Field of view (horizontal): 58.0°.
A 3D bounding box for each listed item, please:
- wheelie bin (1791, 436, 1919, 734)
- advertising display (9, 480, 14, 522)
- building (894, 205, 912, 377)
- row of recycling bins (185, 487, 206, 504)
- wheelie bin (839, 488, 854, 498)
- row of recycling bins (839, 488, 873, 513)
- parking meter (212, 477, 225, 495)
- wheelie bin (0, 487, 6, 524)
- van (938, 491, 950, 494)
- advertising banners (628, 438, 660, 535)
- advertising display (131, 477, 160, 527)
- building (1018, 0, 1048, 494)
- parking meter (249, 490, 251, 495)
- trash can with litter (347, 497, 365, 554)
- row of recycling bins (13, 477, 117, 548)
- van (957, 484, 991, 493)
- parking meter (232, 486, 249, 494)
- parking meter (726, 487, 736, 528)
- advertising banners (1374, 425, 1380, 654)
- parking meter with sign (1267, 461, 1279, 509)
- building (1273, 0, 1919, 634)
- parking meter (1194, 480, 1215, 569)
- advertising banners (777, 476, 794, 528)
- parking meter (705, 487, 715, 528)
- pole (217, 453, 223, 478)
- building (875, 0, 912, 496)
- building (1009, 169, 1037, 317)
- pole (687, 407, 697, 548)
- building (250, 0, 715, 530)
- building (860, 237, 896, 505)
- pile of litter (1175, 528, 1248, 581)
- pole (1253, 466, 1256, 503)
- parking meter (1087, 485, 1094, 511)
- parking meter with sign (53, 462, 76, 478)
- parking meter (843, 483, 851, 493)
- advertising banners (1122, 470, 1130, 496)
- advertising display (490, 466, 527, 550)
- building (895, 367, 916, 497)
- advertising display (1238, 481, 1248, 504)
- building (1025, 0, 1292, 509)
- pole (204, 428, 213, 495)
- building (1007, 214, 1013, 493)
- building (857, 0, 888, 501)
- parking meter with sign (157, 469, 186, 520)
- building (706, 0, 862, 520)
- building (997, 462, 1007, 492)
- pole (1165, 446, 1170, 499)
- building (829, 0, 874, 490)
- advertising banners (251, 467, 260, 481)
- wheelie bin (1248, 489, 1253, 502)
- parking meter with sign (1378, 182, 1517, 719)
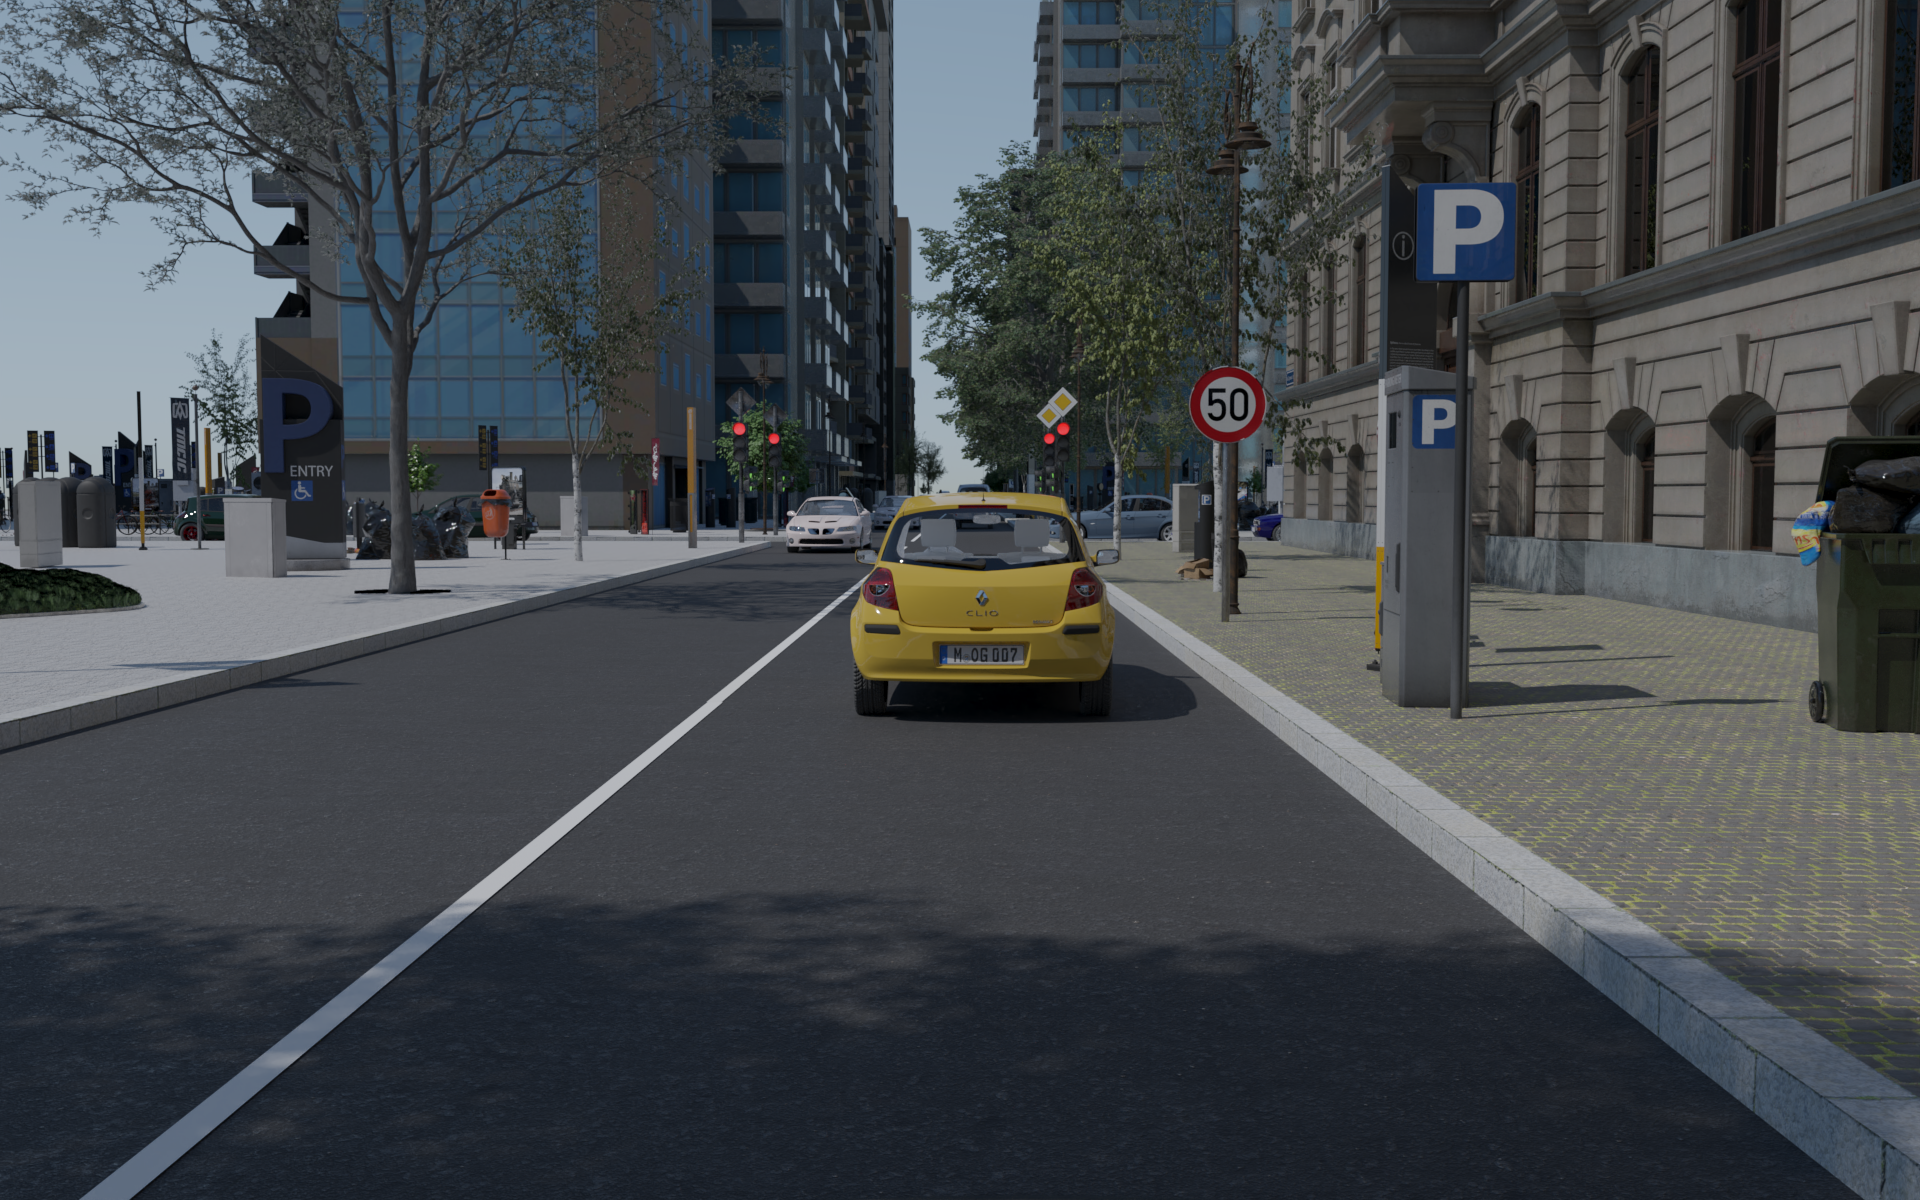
[{"bbox_3d":[5.091,-0.094,9.442,0.980,1.594,0.693,1,4,14],"label":"wheelie bin"},{"bbox_3d":[-44.249,-4.622,80.787,0.123,1.923,0.974,-2,4,-25],"label":"advertising display"},{"bbox_3d":[-14.690,-37.998,271.371,14.600,45.320,14.200,0,4,0],"label":"building"},{"bbox_3d":[-42.187,-5.408,95.533,1.069,1.692,3.534,-3,4,-37],"label":"row of recycling bins"},{"bbox_3d":[-5.736,-4.868,87.493,0.693,1.594,0.980,0,4,2],"label":"wheelie bin"},{"bbox_3d":[-7.596,-6.745,117.398,3.534,1.692,1.069,1,4,13],"label":"row of recycling bins"},{"bbox_3d":[-24.763,-3.188,57.831,0.255,1.863,0.399,3,5,42],"label":"parking meter"},{"bbox_3d":[-40.146,-3.920,71.992,0.693,1.594,0.980,2,4,32],"label":"wheelie bin"},{"bbox_3d":[-1.846,-12.027,203.656,2.013,2.044,4.112,0,4,-1],"label":"van"},{"bbox_3d":[-9.950,-3.570,54.560,0.090,3.025,2.074,-3,4,-38],"label":"advertising banners"},{"bbox_3d":[-31.485,-3.776,66.959,0.974,1.923,0.123,-2,4,-34],"label":"advertising display"},{"bbox_3d":[17.441,-53.379,185.411,22.319,86.520,31.000,0,4,0],"label":"building"},{"bbox_3d":[-39.001,-5.288,94.867,0.372,1.533,0.369,0,3,0],"label":"parking meter"},{"bbox_3d":[-13.041,-1.650,38.042,1.678,1.210,2.233,-1,4,-13],"label":"trash can with litter"},{"bbox_3d":[-21.746,-2.133,41.989,3.534,1.692,1.069,2,4,33],"label":"row of recycling bins"},{"bbox_3d":[0.617,-4.012,72.605,2.013,2.044,4.112,0,4,2],"label":"van"},{"bbox_3d":[-23.738,-2.970,56.979,0.372,1.533,0.369,0,3,0],"label":"parking meter"},{"bbox_3d":[-8.752,-3.531,66.147,0.372,1.533,0.369,0,3,0],"label":"parking meter"},{"bbox_3d":[3.480,-1.108,14.305,0.090,3.025,2.074,1,4,14],"label":"advertising banners"},{"bbox_3d":[16.785,-5.914,92.961,0.543,3.016,1.738,1,4,21],"label":"parking meter with sign"},{"bbox_3d":[13.098,-12.640,25.743,14.460,24.649,34.723,0,4,0],"label":"building"},{"bbox_3d":[4.079,-1.245,28.772,0.372,1.533,0.369,0,3,0],"label":"parking meter"},{"bbox_3d":[-6.653,-4.273,66.058,0.090,3.025,2.074,-2,4,-25],"label":"advertising banners"},{"bbox_3d":[-9.550,-3.535,66.213,0.372,1.533,0.369,0,3,0],"label":"parking meter"},{"bbox_3d":[-36.321,-5.579,85.066,0.158,3.312,0.155,0,3,0],"label":"pole"},{"bbox_3d":[-16.725,-48.060,224.031,20.563,71.187,20.611,0,4,0],"label":"building"},{"bbox_3d":[17.471,-35.134,229.071,22.147,44.769,28.867,0,4,0],"label":"building"},{"bbox_3d":[-6.320,-2.875,40.856,0.158,3.312,0.155,0,3,0],"label":"pole"},{"bbox_3d":[-17.521,-25.473,66.598,14.600,45.320,14.200,0,4,0],"label":"building"},{"bbox_3d":[-14.555,-25.773,193.092,14.160,30.474,14.107,0,4,0],"label":"building"},{"bbox_3d":[3.799,-0.764,26.459,1.176,0.858,1.719,3,5,39],"label":"pile of litter"},{"bbox_3d":[21.265,-8.031,125.142,0.158,3.312,0.155,0,3,0],"label":"pole"},{"bbox_3d":[8.751,-6.767,116.351,0.399,1.863,0.255,-1,4,-19],"label":"parking meter"},{"bbox_3d":[-49.037,-6.021,94.708,1.738,3.016,0.543,2,4,30],"label":"parking meter with sign"},{"bbox_3d":[-5.951,-5.221,91.070,0.399,1.863,0.255,1,4,22],"label":"parking meter"},{"bbox_3d":[11.866,-7.816,123.982,0.090,3.025,2.074,-1,4,-9],"label":"advertising banners"},{"bbox_3d":[-10.443,-2.133,40.089,0.974,1.923,0.123,2,4,26],"label":"advertising display"},{"bbox_3d":[-20.724,-24.807,250.625,27.650,21.520,28.899,0,4,0],"label":"building"},{"bbox_3d":[14.141,-5.045,87.703,0.974,1.923,0.123,3,4,38],"label":"advertising display"},{"bbox_3d":[17.914,-32.800,155.881,23.786,49.044,30.456,0,4,0],"label":"building"},{"bbox_3d":[-23.100,-3.633,53.246,0.158,3.312,0.155,0,3,0],"label":"pole"},{"bbox_3d":[13.746,-34.688,250.748,14.154,41.232,14.086,0,4,0],"label":"building"},{"bbox_3d":[-21.960,-35.611,171.480,28.713,52.752,27.495,0,4,0],"label":"building"},{"bbox_3d":[-39.162,-5.459,85.512,1.738,3.016,0.543,0,4,-7],"label":"parking meter with sign"},{"bbox_3d":[-18.085,-29.284,98.399,23.786,49.044,30.456,0,4,0],"label":"building"},{"bbox_3d":[12.944,-31.157,281.121,14.160,30.474,14.107,0,4,0],"label":"building"},{"bbox_3d":[8.855,-4.904,74.031,0.158,3.312,0.155,0,3,0],"label":"pole"},{"bbox_3d":[-18.671,-29.905,143.574,22.147,44.769,28.867,0,4,0],"label":"building"},{"bbox_3d":[-45.705,-6.986,110.416,2.074,3.025,0.090,-1,4,-18],"label":"advertising banners"},{"bbox_3d":[17.128,-5.885,104.125,0.980,1.594,0.693,-3,4,-38],"label":"wheelie bin"},{"bbox_3d":[2.896,-0.879,10.635,0.543,3.016,1.738,0,4,4],"label":"parking meter with sign"}]
